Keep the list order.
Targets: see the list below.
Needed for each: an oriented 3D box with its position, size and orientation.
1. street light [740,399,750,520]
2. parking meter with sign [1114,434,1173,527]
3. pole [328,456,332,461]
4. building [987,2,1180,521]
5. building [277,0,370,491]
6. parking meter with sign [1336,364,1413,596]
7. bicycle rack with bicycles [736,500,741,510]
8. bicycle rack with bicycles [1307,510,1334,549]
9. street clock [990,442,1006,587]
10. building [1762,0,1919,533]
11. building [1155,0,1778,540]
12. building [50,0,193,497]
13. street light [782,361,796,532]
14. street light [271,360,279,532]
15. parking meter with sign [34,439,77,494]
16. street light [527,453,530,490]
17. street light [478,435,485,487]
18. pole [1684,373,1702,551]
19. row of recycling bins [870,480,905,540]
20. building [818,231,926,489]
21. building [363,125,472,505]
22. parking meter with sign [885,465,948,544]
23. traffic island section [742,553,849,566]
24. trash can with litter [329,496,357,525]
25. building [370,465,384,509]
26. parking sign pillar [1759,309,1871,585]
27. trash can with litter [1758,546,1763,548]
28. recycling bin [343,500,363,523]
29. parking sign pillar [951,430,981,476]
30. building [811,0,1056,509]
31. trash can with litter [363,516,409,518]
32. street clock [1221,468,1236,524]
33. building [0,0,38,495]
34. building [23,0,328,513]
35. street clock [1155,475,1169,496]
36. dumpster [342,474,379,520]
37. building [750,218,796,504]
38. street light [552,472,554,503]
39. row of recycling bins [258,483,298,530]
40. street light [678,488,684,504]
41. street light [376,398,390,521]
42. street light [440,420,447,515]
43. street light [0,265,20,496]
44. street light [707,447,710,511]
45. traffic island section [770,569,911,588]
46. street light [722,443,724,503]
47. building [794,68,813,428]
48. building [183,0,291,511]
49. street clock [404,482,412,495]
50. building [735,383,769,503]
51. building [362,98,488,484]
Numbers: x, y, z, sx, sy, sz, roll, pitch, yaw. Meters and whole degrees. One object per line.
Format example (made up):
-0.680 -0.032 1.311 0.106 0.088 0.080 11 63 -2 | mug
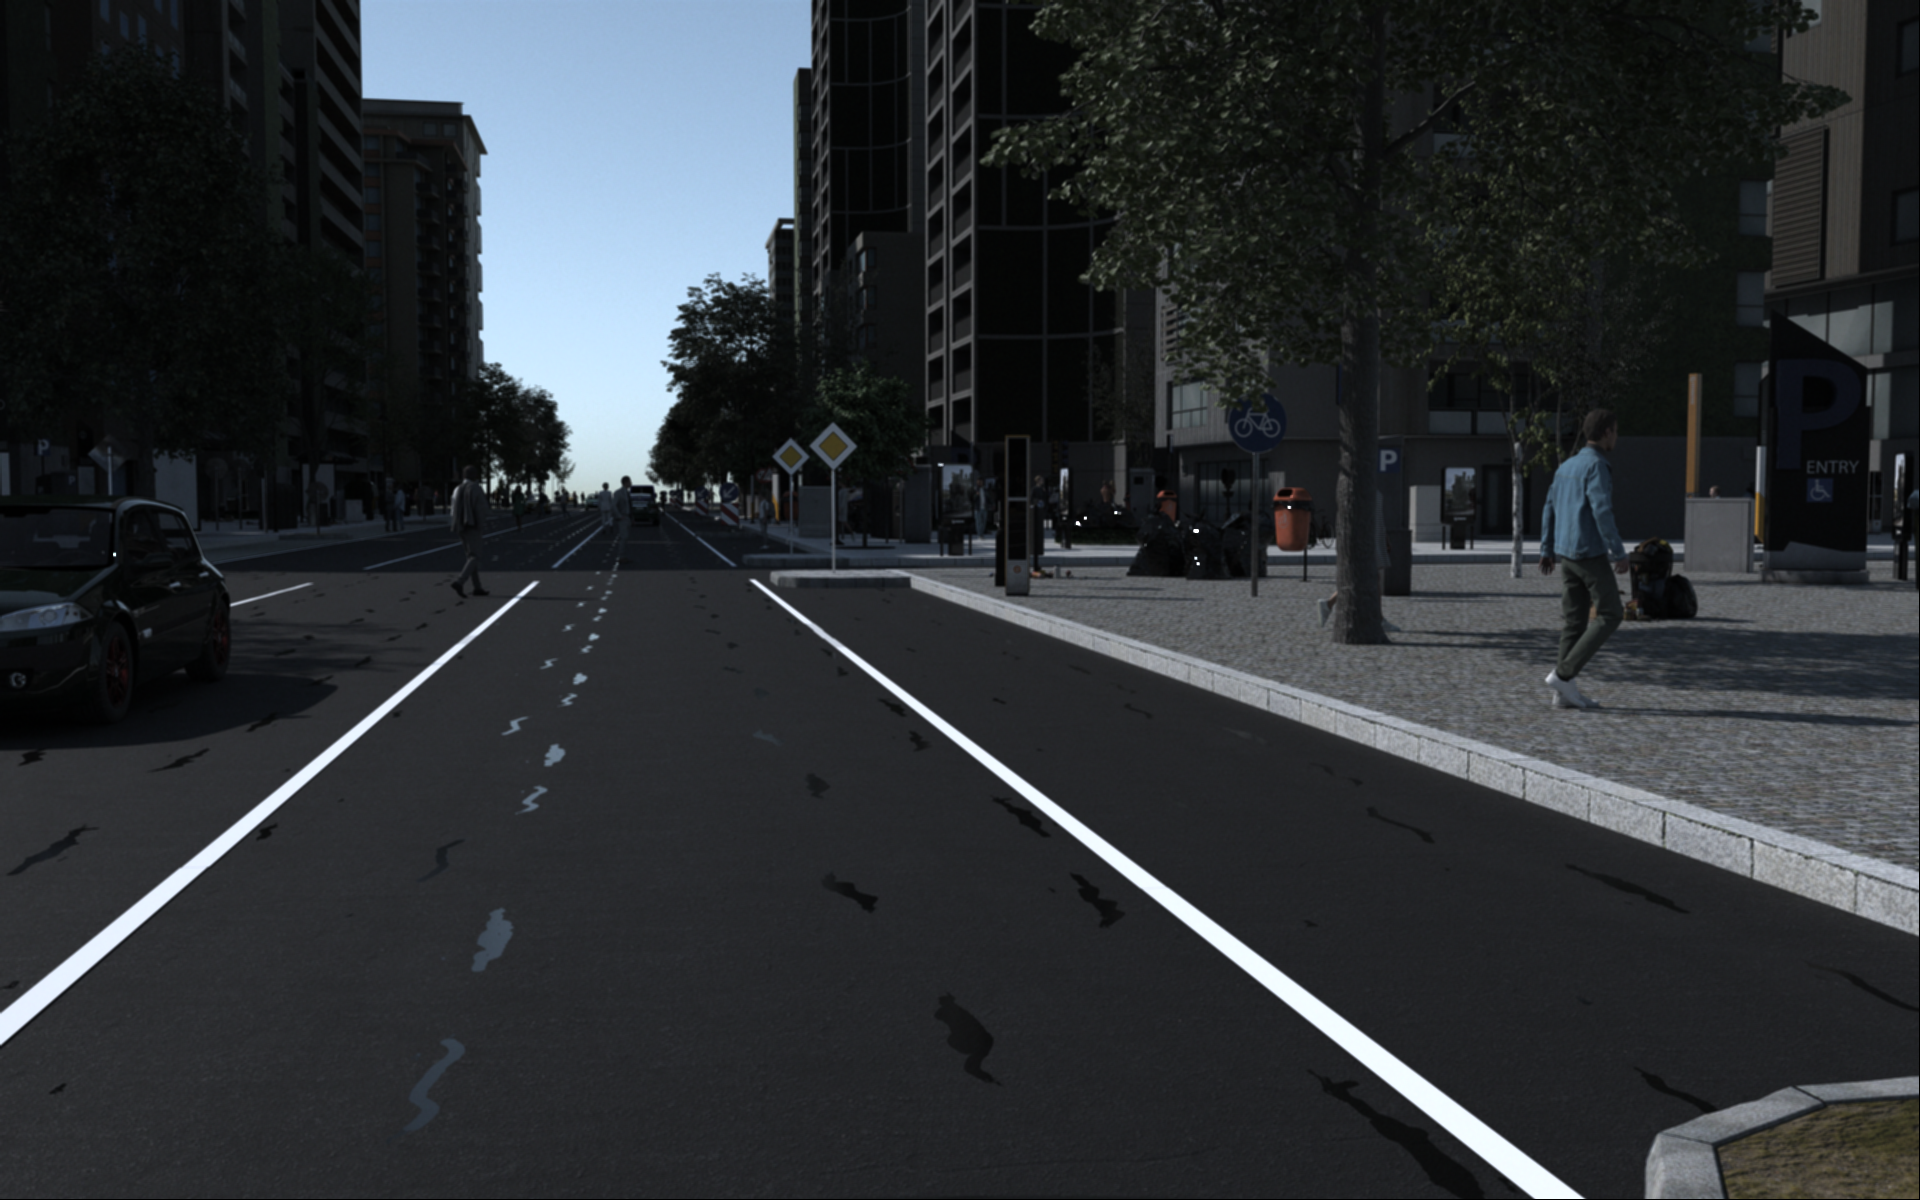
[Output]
-10.485 -6.836 84.560 0.468 5.910 1.993 -1 4 -10 | street light
5.363 -3.349 51.009 1.738 3.016 0.543 1 4 18 | parking meter with sign
-34.010 -6.101 93.592 0.158 3.312 0.155 0 3 0 | pole
7.721 -39.910 90.774 20.563 71.187 20.611 -1 4 -10 | building
-56.764 -30.838 127.908 21.300 48.544 21.600 -1 4 -10 | building
5.421 -1.605 22.500 0.543 3.016 1.738 0 4 -7 | parking meter with sign
-12.913 -5.718 106.878 2.852 0.926 2.925 0 4 6 | bicycle rack with bicycles
9.068 -1.659 40.501 2.852 0.926 2.925 2 4 28 | bicycle rack with bicycles
0.590 -1.192 24.054 0.358 2.002 0.471 0 4 8 | street clock
41.604 -29.163 66.053 27.495 52.752 28.713 -1 4 -10 | building
14.735 -22.615 53.351 14.086 41.232 14.154 -1 4 -10 | building
-41.945 -25.873 73.133 14.600 45.320 14.200 -1 4 -10 | building
-5.749 -5.262 58.813 0.468 5.910 1.993 -1 4 -10 | street light
-23.012 -5.217 58.084 0.468 5.910 1.993 -1 4 -10 | street light
-28.090 -3.548 54.275 1.738 3.016 0.543 1 4 20 | parking meter with sign
-47.395 -13.297 190.187 0.468 5.910 1.993 -1 4 -10 | street light
-36.891 -9.830 133.507 0.468 5.910 1.993 -1 4 -10 | street light
12.441 -2.175 29.398 0.158 3.312 0.155 0 3 0 | pole
-1.874 -2.631 50.127 1.069 1.692 3.534 -1 4 -16 | row of recycling bins
4.596 -17.476 130.764 27.650 21.520 28.899 -1 4 -10 | building
-70.844 -33.836 207.850 22.147 44.769 28.867 -1 4 -10 | building
-1.078 -2.979 44.971 1.738 3.016 0.543 0 4 5 | parking meter with sign
-3.432 -0.823 35.729 2.009 0.180 2.903 -1 4 -10 | traffic island section
-26.389 -3.805 73.266 1.678 1.210 2.233 -1 4 -17 | trash can with litter
-60.437 -43.407 147.961 20.563 71.187 20.611 -1 4 -10 | building
12.412 -2.238 25.072 1.447 3.967 1.447 1 4 14 | parking sign pillar
19.919 -1.848 41.271 2.233 1.210 1.678 -1 4 -8 | trash can with litter
-27.071 -3.956 77.239 0.722 1.027 0.722 -2 4 -27 | recycling bin
0.225 -5.138 72.484 1.447 3.967 1.447 1 4 14 | parking sign pillar
-4.157 -43.748 153.525 20.563 71.187 20.611 -1 4 -10 | building
-31.151 -5.058 93.757 2.233 1.210 1.678 0 4 -1 | trash can with litter
7.349 -2.625 47.492 0.358 2.002 0.471 -1 4 -15 | street clock
-36.147 -17.051 50.491 14.160 30.474 14.107 -1 4 -10 | building
-49.406 -20.764 111.185 14.160 30.474 14.107 -1 4 -10 | building
8.357 -4.090 71.442 0.471 2.002 0.358 2 4 27 | street clock
-29.578 -5.073 85.440 1.502 2.255 1.985 -1 4 -10 | dumpster
-12.602 -32.939 230.434 32.217 40.220 23.993 -1 4 -10 | building
-56.630 -16.398 240.887 0.468 5.910 1.993 -1 4 -10 | street light
-25.075 -3.468 63.807 1.069 1.692 3.534 -1 4 -11 | row of recycling bins
-34.375 -14.822 215.132 0.468 5.910 1.993 -1 4 -10 | street light
-27.606 -6.744 83.052 0.468 5.910 1.993 -1 4 -10 | street light
-32.372 -8.302 108.525 0.468 5.910 1.993 -1 4 -10 | street light
-18.431 -3.690 33.113 0.468 5.910 1.993 -1 4 -10 | street light
-19.649 -9.916 134.907 0.468 5.910 1.993 -1 4 -10 | street light
-1.987 -0.342 27.876 2.009 0.180 2.903 -1 4 -10 | traffic island section
-15.019 -8.364 109.539 0.468 5.910 1.993 -1 4 -10 | street light
-9.448 -29.815 171.075 14.154 41.232 14.086 -1 4 -10 | building
-45.867 -25.163 95.010 14.154 41.232 14.086 -1 4 -10 | building
-33.418 -6.137 104.909 0.471 2.002 0.358 -1 4 -22 | street clock
-18.728 -25.179 256.720 27.650 21.520 28.899 -1 4 -10 | building
-79.469 -39.481 234.752 28.713 52.752 27.495 -1 4 -10 | building
